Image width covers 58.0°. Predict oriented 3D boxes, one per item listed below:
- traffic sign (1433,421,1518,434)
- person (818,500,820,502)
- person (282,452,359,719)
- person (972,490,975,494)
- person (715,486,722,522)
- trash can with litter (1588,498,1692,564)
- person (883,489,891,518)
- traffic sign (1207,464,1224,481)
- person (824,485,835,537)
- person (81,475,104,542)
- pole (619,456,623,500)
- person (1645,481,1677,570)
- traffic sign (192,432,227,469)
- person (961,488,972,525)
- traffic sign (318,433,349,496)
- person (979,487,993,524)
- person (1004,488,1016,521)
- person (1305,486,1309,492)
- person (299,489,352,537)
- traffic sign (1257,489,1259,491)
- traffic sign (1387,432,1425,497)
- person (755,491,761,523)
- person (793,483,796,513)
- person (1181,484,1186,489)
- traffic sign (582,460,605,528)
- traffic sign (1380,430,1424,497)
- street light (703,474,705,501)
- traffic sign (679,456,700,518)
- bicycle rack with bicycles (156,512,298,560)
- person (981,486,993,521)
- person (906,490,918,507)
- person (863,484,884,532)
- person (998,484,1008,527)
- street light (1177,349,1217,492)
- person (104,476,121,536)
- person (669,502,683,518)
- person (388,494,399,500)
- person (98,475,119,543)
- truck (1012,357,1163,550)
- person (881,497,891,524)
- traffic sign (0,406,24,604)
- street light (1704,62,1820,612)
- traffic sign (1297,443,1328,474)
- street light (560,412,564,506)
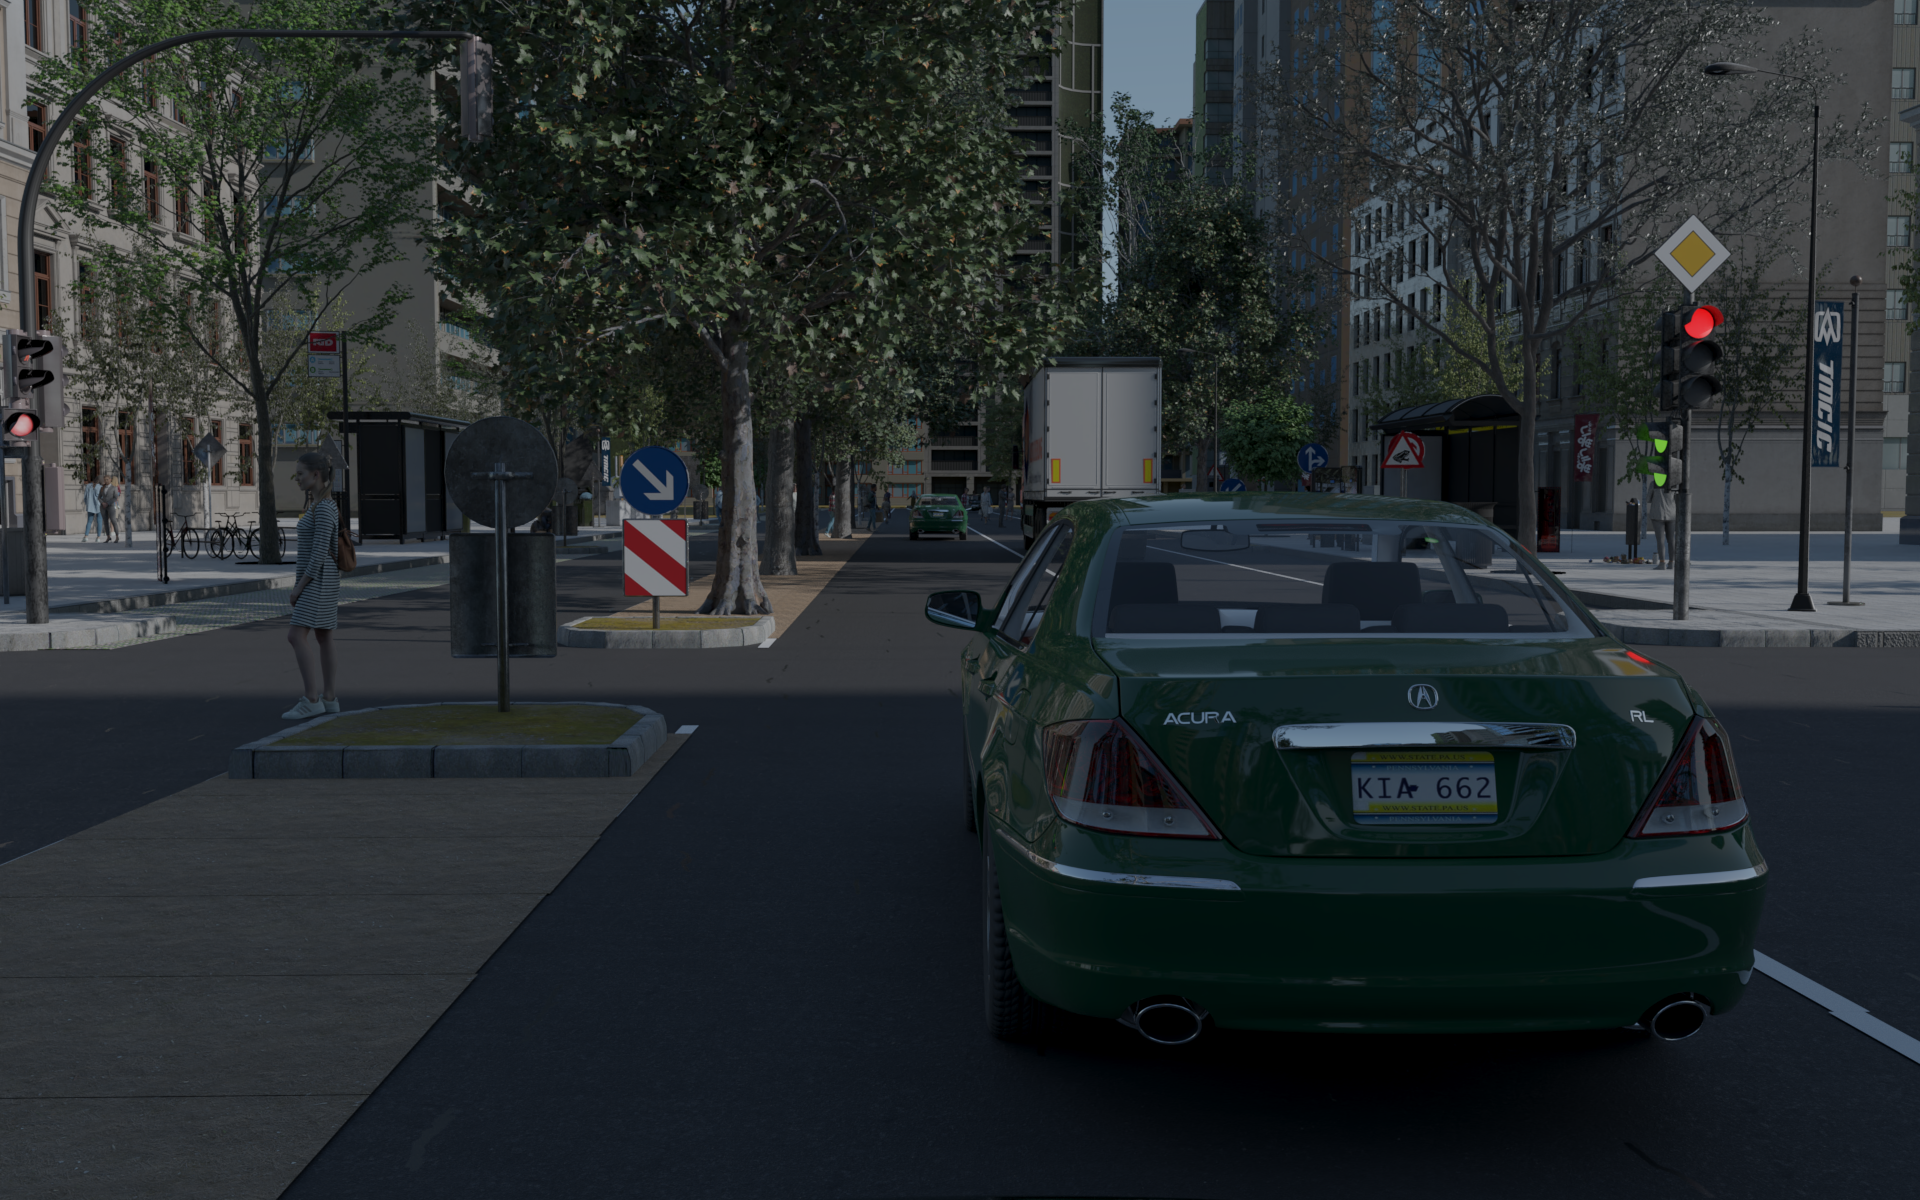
[{"bbox_3d":[12.341,-2.887,41.079,2.265,3.308,0.079,0,4,1],"label":"traffic sign"},{"bbox_3d":[-9.752,-6.338,112.115,1.348,1.826,0.705,-2,4,-23],"label":"person"},{"bbox_3d":[-4.185,-0.109,11.281,0.522,1.701,0.512,-2,4,-28],"label":"person"},{"bbox_3d":[1.222,-8.270,144.427,0.721,1.735,1.217,-3,5,-40],"label":"person"},{"bbox_3d":[-10.130,-3.948,73.314,0.793,1.790,0.793,0,4,-6],"label":"person"},{"bbox_3d":[12.644,-1.308,32.440,1.678,1.210,2.233,1,4,10],"label":"trash can with litter"},{"bbox_3d":[-4.319,-5.666,101.585,0.683,1.767,0.568,3,5,43],"label":"person"},{"bbox_3d":[10.555,-4.399,71.927,0.884,2.594,0.081,0,4,8],"label":"traffic sign"},{"bbox_3d":[-4.229,-2.939,57.388,0.643,1.720,0.563,-1,4,-15],"label":"person"},{"bbox_3d":[-23.231,-2.456,46.466,0.793,1.790,0.793,3,5,44],"label":"person"},{"bbox_3d":[-17.966,-5.994,91.842,0.158,3.312,0.155,0,3,0],"label":"pole"},{"bbox_3d":[11.906,-1.419,29.425,0.537,1.800,0.526,1,4,9],"label":"person"},{"bbox_3d":[-15.952,-2.269,36.823,0.795,2.593,0.064,0,4,5],"label":"traffic sign"},{"bbox_3d":[0.220,-4.358,80.583,0.643,1.720,0.563,2,4,32],"label":"person"},{"bbox_3d":[-13.474,-2.263,36.999,0.884,2.594,0.081,0,4,6],"label":"traffic sign"},{"bbox_3d":[1.253,-4.503,82.473,0.694,1.780,0.624,3,4,36],"label":"person"},{"bbox_3d":[2.663,-5.118,92.518,0.599,1.781,0.374,3,5,40],"label":"person"},{"bbox_3d":[20.319,-5.825,102.068,0.721,1.735,1.217,2,4,25],"label":"person"},{"bbox_3d":[-18.285,-2.664,49.820,1.509,1.804,0.699,-3,5,-40],"label":"person"},{"bbox_3d":[12.232,-4.346,71.060,0.884,2.594,0.081,0,4,7],"label":"traffic sign"},{"bbox_3d":[9.155,-2.173,35.631,0.768,2.556,0.104,0,4,1],"label":"traffic sign"},{"bbox_3d":[-10.093,-4.608,85.649,0.330,1.601,0.589,-2,4,-34],"label":"person"},{"bbox_3d":[-5.171,-2.699,53.118,0.515,1.767,0.782,2,4,29],"label":"person"},{"bbox_3d":[11.253,-4.979,87.671,0.641,1.798,0.478,3,4,38],"label":"person"},{"bbox_3d":[-14.012,-4.045,66.142,0.884,2.594,0.081,0,4,1],"label":"traffic sign"},{"bbox_3d":[9.026,-2.165,35.408,0.884,2.594,0.081,0,4,5],"label":"traffic sign"},{"bbox_3d":[-12.785,-7.190,90.099,1.470,5.913,1.316,0,4,-2],"label":"street light"},{"bbox_3d":[-14.971,-6.016,92.241,2.265,3.308,0.079,0,4,6],"label":"traffic sign"},{"bbox_3d":[-14.315,-1.294,34.547,2.925,0.926,2.852,3,5,43],"label":"bicycle rack with bicycles"},{"bbox_3d":[1.415,-5.116,92.011,0.638,1.841,0.748,-2,4,-30],"label":"person"},{"bbox_3d":[-3.646,-7.608,133.628,1.217,1.736,0.721,-3,5,-42],"label":"person"},{"bbox_3d":[-3.257,-3.478,65.352,0.713,1.824,0.794,2,4,30],"label":"person"},{"bbox_3d":[1.870,-4.049,74.513,0.447,1.846,0.655,0,4,-8],"label":"person"},{"bbox_3d":[7.635,-5.072,55.462,1.470,5.913,1.316,0,4,-2],"label":"street light"},{"bbox_3d":[-26.150,-2.895,53.354,0.580,1.828,0.573,-2,4,-27],"label":"person"},{"bbox_3d":[-9.405,-2.975,57.340,0.583,1.804,0.606,-2,4,-25],"label":"person"},{"bbox_3d":[-27.319,-4.737,83.463,0.822,1.834,0.622,1,4,19],"label":"person"},{"bbox_3d":[-22.392,-2.397,45.512,0.520,1.790,0.573,-1,4,-18],"label":"person"},{"bbox_3d":[2.842,-3.189,41.061,2.839,4.237,11.283,0,4,-1],"label":"truck"},{"bbox_3d":[-3.555,-4.300,83.071,0.475,1.303,0.640,-2,4,-27],"label":"person"},{"bbox_3d":[-11.114,-1.101,20.129,0.606,2.300,0.079,0,4,3],"label":"traffic sign"},{"bbox_3d":[8.710,-2.832,18.836,1.470,5.913,1.316,0,4,-2],"label":"street light"},{"bbox_3d":[8.830,-2.649,43.416,0.768,2.556,0.104,0,4,5],"label":"traffic sign"},{"bbox_3d":[-11.758,-4.951,53.484,1.470,5.913,1.316,0,4,-2],"label":"street light"}]
